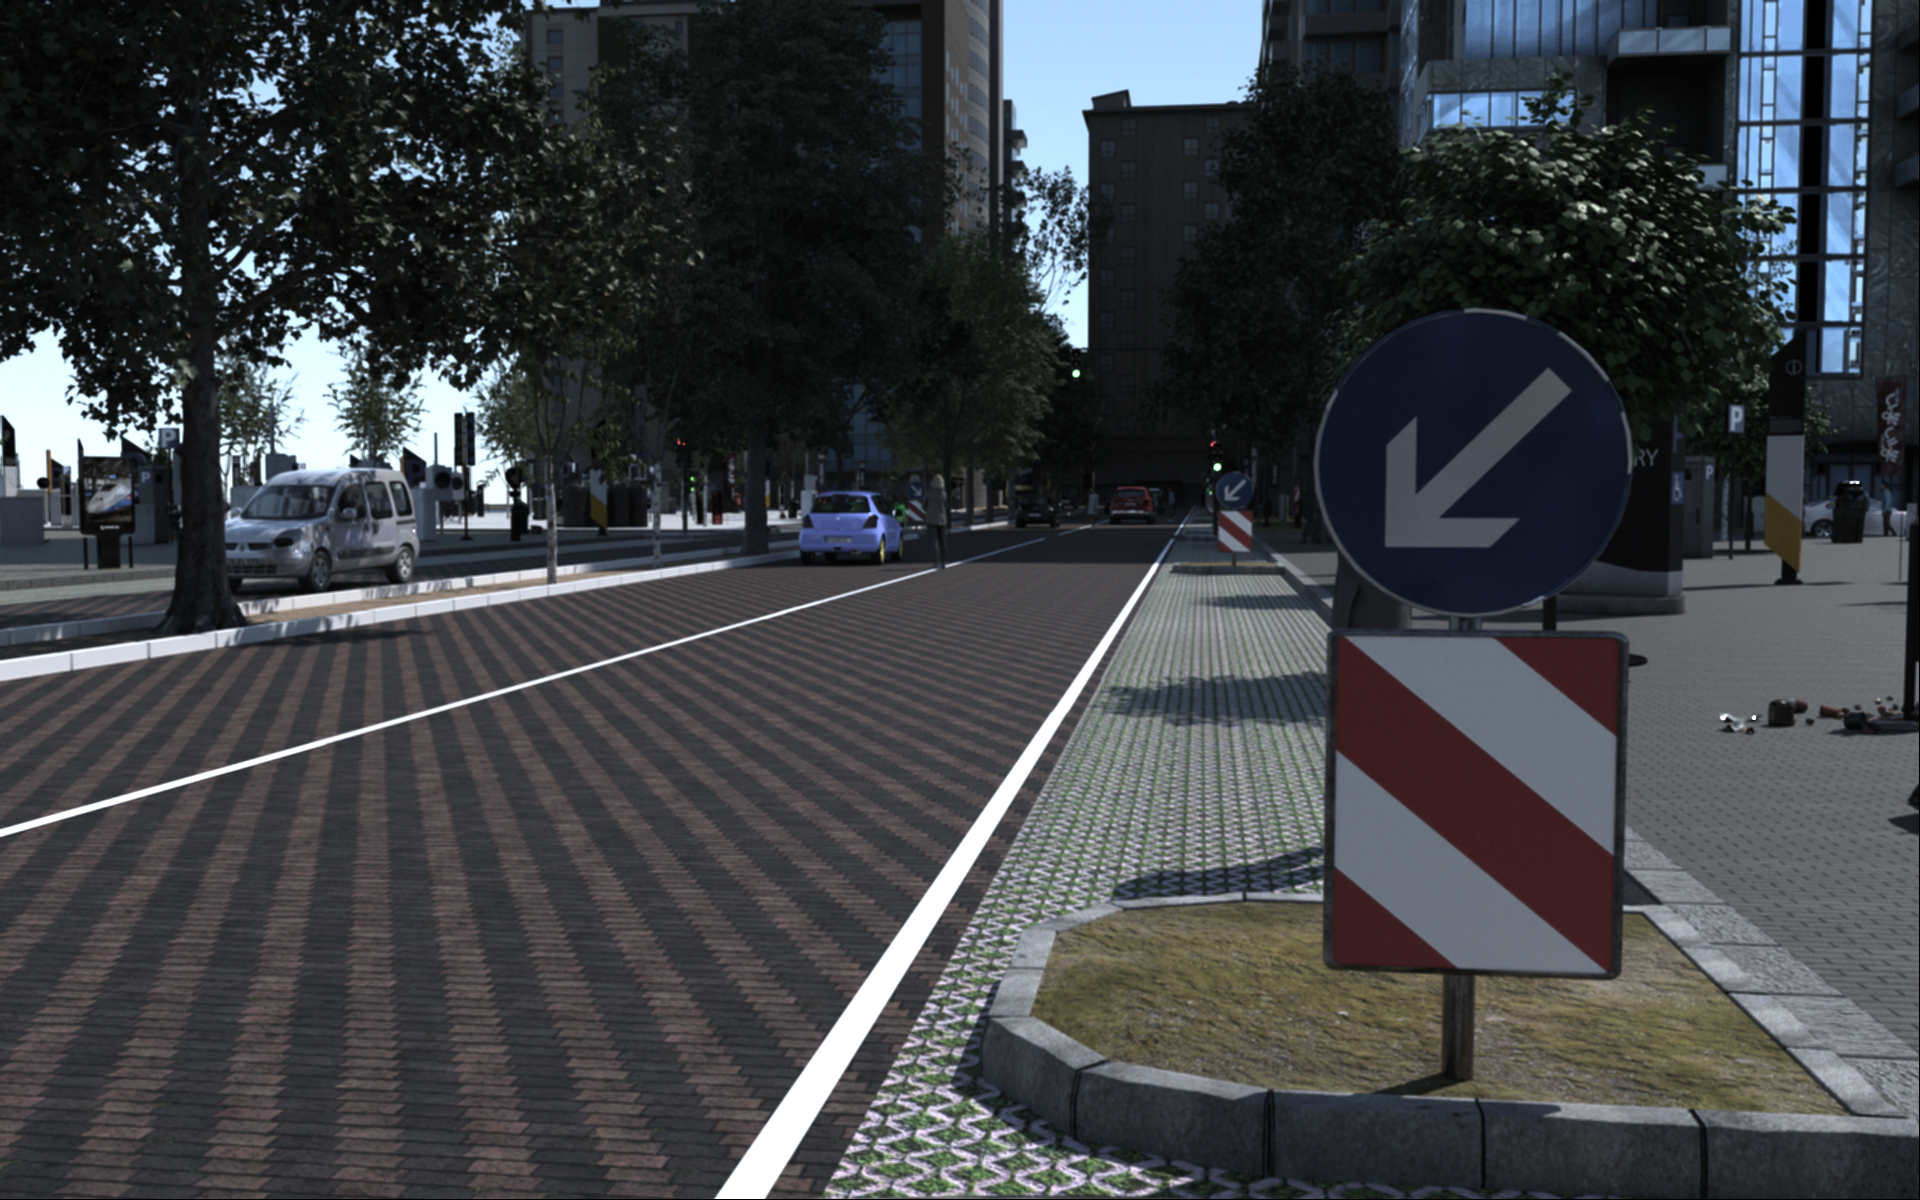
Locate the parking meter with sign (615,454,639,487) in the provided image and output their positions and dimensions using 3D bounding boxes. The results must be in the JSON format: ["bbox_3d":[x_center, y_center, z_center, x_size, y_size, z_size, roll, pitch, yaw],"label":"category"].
[{"bbox_3d":[-14.615,-4.787,74.526,0.543,3.016,1.738,2,4,33],"label":"parking meter with sign"}]

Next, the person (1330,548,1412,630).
[{"bbox_3d":[1.663,0.095,6.745,0.447,1.846,0.655,0,4,1],"label":"person"}]

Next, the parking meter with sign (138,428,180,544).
[{"bbox_3d":[-20.876,-2.967,44.769,0.543,3.016,1.738,0,4,7],"label":"parking meter with sign"}]

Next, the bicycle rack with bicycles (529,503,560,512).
[{"bbox_3d":[-29.386,-6.848,125.351,2.925,0.926,2.852,1,4,12],"label":"bicycle rack with bicycles"}]

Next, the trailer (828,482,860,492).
[{"bbox_3d":[-5.531,-4.518,80.918,1.471,1.999,3.904,0,4,8],"label":"trailer"}]

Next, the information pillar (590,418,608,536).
[{"bbox_3d":[-11.055,-3.771,53.011,0.504,3.616,0.183,-1,4,-16],"label":"information pillar"}]

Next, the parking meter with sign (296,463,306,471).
[{"bbox_3d":[-37.485,-6.185,97.386,1.738,3.016,0.543,3,4,37],"label":"parking meter with sign"}]

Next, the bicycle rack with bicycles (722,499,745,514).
[{"bbox_3d":[-14.406,-6.181,114.443,2.925,0.926,2.852,-1,4,-20],"label":"bicycle rack with bicycles"}]

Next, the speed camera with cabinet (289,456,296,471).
[{"bbox_3d":[-15.307,-2.726,38.904,0.660,3.252,2.038,-1,4,-16],"label":"speed camera with cabinet"}]

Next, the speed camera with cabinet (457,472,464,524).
[{"bbox_3d":[-21.864,-4.793,72.695,2.038,3.252,0.660,-1,4,-21],"label":"speed camera with cabinet"}]

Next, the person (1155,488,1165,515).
[{"bbox_3d":[13.813,-6.802,119.625,0.656,1.842,0.836,0,4,-6],"label":"person"}]

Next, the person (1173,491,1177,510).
[{"bbox_3d":[19.838,-9.222,160.206,0.541,1.710,0.530,-2,4,-35],"label":"person"}]

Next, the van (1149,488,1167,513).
[{"bbox_3d":[14.623,-7.556,130.557,2.013,2.044,4.112,0,4,6],"label":"van"}]

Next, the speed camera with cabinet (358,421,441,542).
[{"bbox_3d":[-15.341,-3.234,47.209,2.038,3.252,0.660,1,4,15],"label":"speed camera with cabinet"}]

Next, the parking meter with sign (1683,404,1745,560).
[{"bbox_3d":[14.639,-2.341,34.544,0.543,3.016,1.738,-2,4,-35],"label":"parking meter with sign"}]

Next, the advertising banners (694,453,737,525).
[{"bbox_3d":[-10.279,-4.703,73.086,2.074,3.025,0.090,-3,4,-38],"label":"advertising banners"}]

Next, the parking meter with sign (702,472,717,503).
[{"bbox_3d":[-19.645,-8.609,137.017,1.738,3.016,0.543,2,4,27],"label":"parking meter with sign"}]

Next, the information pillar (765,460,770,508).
[{"bbox_3d":[-11.582,-6.835,103.111,0.504,3.616,0.183,0,4,-5],"label":"information pillar"}]

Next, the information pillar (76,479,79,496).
[{"bbox_3d":[-41.737,-4.753,82.203,0.304,2.012,0.304,-3,4,-36],"label":"information pillar"}]

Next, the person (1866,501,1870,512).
[{"bbox_3d":[27.370,-2.693,52.871,0.623,1.781,0.721,-2,4,-33],"label":"person"}]

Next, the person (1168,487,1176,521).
[{"bbox_3d":[11.199,-5.057,91.526,0.444,1.785,0.601,2,4,32],"label":"person"}]

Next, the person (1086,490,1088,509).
[{"bbox_3d":[12.245,-9.652,166.389,0.705,1.814,1.350,0,4,0],"label":"person"}]

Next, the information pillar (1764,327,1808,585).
[{"bbox_3d":[11.715,-2.031,24.554,0.504,3.616,0.183,3,4,36],"label":"information pillar"}]

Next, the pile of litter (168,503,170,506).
[{"bbox_3d":[-43.678,-4.968,95.189,1.719,0.858,1.176,-1,4,-15],"label":"pile of litter"}]

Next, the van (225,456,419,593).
[{"bbox_3d":[-9.877,-1.192,26.495,2.013,2.044,4.112,1,4,9],"label":"van"}]

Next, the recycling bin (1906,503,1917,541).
[{"bbox_3d":[26.582,-2.146,47.641,0.722,1.027,0.722,-1,4,-16],"label":"recycling bin"}]

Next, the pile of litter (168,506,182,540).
[{"bbox_3d":[-22.495,-2.151,49.133,1.719,0.858,1.176,3,5,42],"label":"pile of litter"}]

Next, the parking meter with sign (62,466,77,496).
[{"bbox_3d":[-55.014,-6.831,107.944,0.543,3.016,1.738,1,4,15],"label":"parking meter with sign"}]

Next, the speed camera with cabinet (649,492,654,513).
[{"bbox_3d":[-20.929,-7.491,116.818,0.660,3.252,2.038,2,4,27],"label":"speed camera with cabinet"}]

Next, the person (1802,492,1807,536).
[{"bbox_3d":[25.962,-2.738,53.613,0.599,1.781,0.374,-1,4,-12],"label":"person"}]

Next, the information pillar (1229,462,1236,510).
[{"bbox_3d":[19.237,-8.003,122.205,0.504,3.616,0.183,0,4,7],"label":"information pillar"}]

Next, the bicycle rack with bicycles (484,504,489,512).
[{"bbox_3d":[-34.085,-6.561,120.653,2.852,0.926,2.925,-2,4,-34],"label":"bicycle rack with bicycles"}]

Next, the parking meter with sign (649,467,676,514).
[{"bbox_3d":[-18.893,-6.973,110.262,0.543,3.016,1.738,3,5,44],"label":"parking meter with sign"}]

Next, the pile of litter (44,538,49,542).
[{"bbox_3d":[-24.994,-1.960,46.007,1.719,0.858,1.176,3,4,37],"label":"pile of litter"}]

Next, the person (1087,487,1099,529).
[{"bbox_3d":[5.417,-3.752,70.592,0.466,1.731,0.760,0,4,-4],"label":"person"}]

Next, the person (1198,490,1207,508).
[{"bbox_3d":[23.291,-9.641,165.757,1.348,1.869,0.705,3,4,38],"label":"person"}]

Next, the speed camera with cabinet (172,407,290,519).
[{"bbox_3d":[-14.783,-2.491,35.066,2.038,3.252,0.660,-1,4,-14],"label":"speed camera with cabinet"}]

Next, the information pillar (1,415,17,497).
[{"bbox_3d":[-28.277,-3.679,51.513,0.183,3.616,0.504,1,4,10],"label":"information pillar"}]

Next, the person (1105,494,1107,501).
[{"bbox_3d":[15.069,-10.215,178.767,0.557,1.426,1.065,1,4,18],"label":"person"}]

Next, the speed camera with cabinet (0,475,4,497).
[{"bbox_3d":[-45.021,-5.409,82.777,0.660,3.252,2.038,1,4,21],"label":"speed camera with cabinet"}]

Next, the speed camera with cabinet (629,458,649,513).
[{"bbox_3d":[-18.275,-6.155,94.973,2.038,3.252,0.660,-1,4,-9],"label":"speed camera with cabinet"}]

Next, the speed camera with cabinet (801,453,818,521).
[{"bbox_3d":[-7.184,-5.401,82.639,0.660,3.252,2.038,0,4,2],"label":"speed camera with cabinet"}]

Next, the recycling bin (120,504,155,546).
[{"bbox_3d":[-20.619,-1.873,43.175,0.722,1.027,0.722,1,4,21],"label":"recycling bin"}]

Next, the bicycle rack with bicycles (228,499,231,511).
[{"bbox_3d":[-54.306,-7.100,129.462,2.852,0.926,2.925,0,4,5],"label":"bicycle rack with bicycles"}]

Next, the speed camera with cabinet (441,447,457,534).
[{"bbox_3d":[-17.157,-3.704,54.903,2.038,3.252,0.660,-3,5,-42],"label":"speed camera with cabinet"}]

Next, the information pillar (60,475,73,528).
[{"bbox_3d":[-34.327,-3.794,66.521,0.304,2.012,0.304,3,5,43],"label":"information pillar"}]

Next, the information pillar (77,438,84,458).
[{"bbox_3d":[-36.971,-4.987,72.888,0.183,3.616,0.504,-1,4,-10],"label":"information pillar"}]

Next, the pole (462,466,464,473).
[{"bbox_3d":[-32.337,-7.277,112.822,0.158,3.312,0.155,0,3,0],"label":"pole"}]

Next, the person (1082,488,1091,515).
[{"bbox_3d":[8.727,-6.690,117.848,0.822,1.834,0.622,1,4,22],"label":"person"}]

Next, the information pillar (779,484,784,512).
[{"bbox_3d":[-12.754,-7.297,123.802,0.304,2.012,0.304,-1,4,-20],"label":"information pillar"}]

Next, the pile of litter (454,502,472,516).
[{"bbox_3d":[-28.718,-5.252,99.838,1.176,0.858,1.719,-1,4,-20],"label":"pile of litter"}]

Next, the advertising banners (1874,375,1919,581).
[{"bbox_3d":[14.113,-1.765,25.039,0.090,3.025,2.074,-2,4,-25],"label":"advertising banners"}]

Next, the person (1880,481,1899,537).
[{"bbox_3d":[28.389,-2.717,52.936,0.620,1.820,0.660,2,4,25],"label":"person"}]

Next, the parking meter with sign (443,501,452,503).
[{"bbox_3d":[-35.553,-7.453,118.122,1.738,3.016,0.543,-1,4,-22],"label":"parking meter with sign"}]

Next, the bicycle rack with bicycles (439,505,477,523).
[{"bbox_3d":[-23.982,-4.008,78.916,2.925,0.926,2.852,1,4,13],"label":"bicycle rack with bicycles"}]

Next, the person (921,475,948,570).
[{"bbox_3d":[-0.499,-1.491,33.058,0.537,1.800,0.526,-1,4,-17],"label":"person"}]

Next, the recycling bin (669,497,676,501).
[{"bbox_3d":[-23.622,-7.865,141.151,0.722,1.027,0.722,2,4,31],"label":"recycling bin"}]

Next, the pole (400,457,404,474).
[{"bbox_3d":[-30.311,-6.134,94.140,0.158,3.312,0.155,0,3,0],"label":"pole"}]

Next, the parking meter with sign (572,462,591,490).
[{"bbox_3d":[-20.577,-6.108,96.125,1.738,3.016,0.543,-2,4,-31],"label":"parking meter with sign"}]
